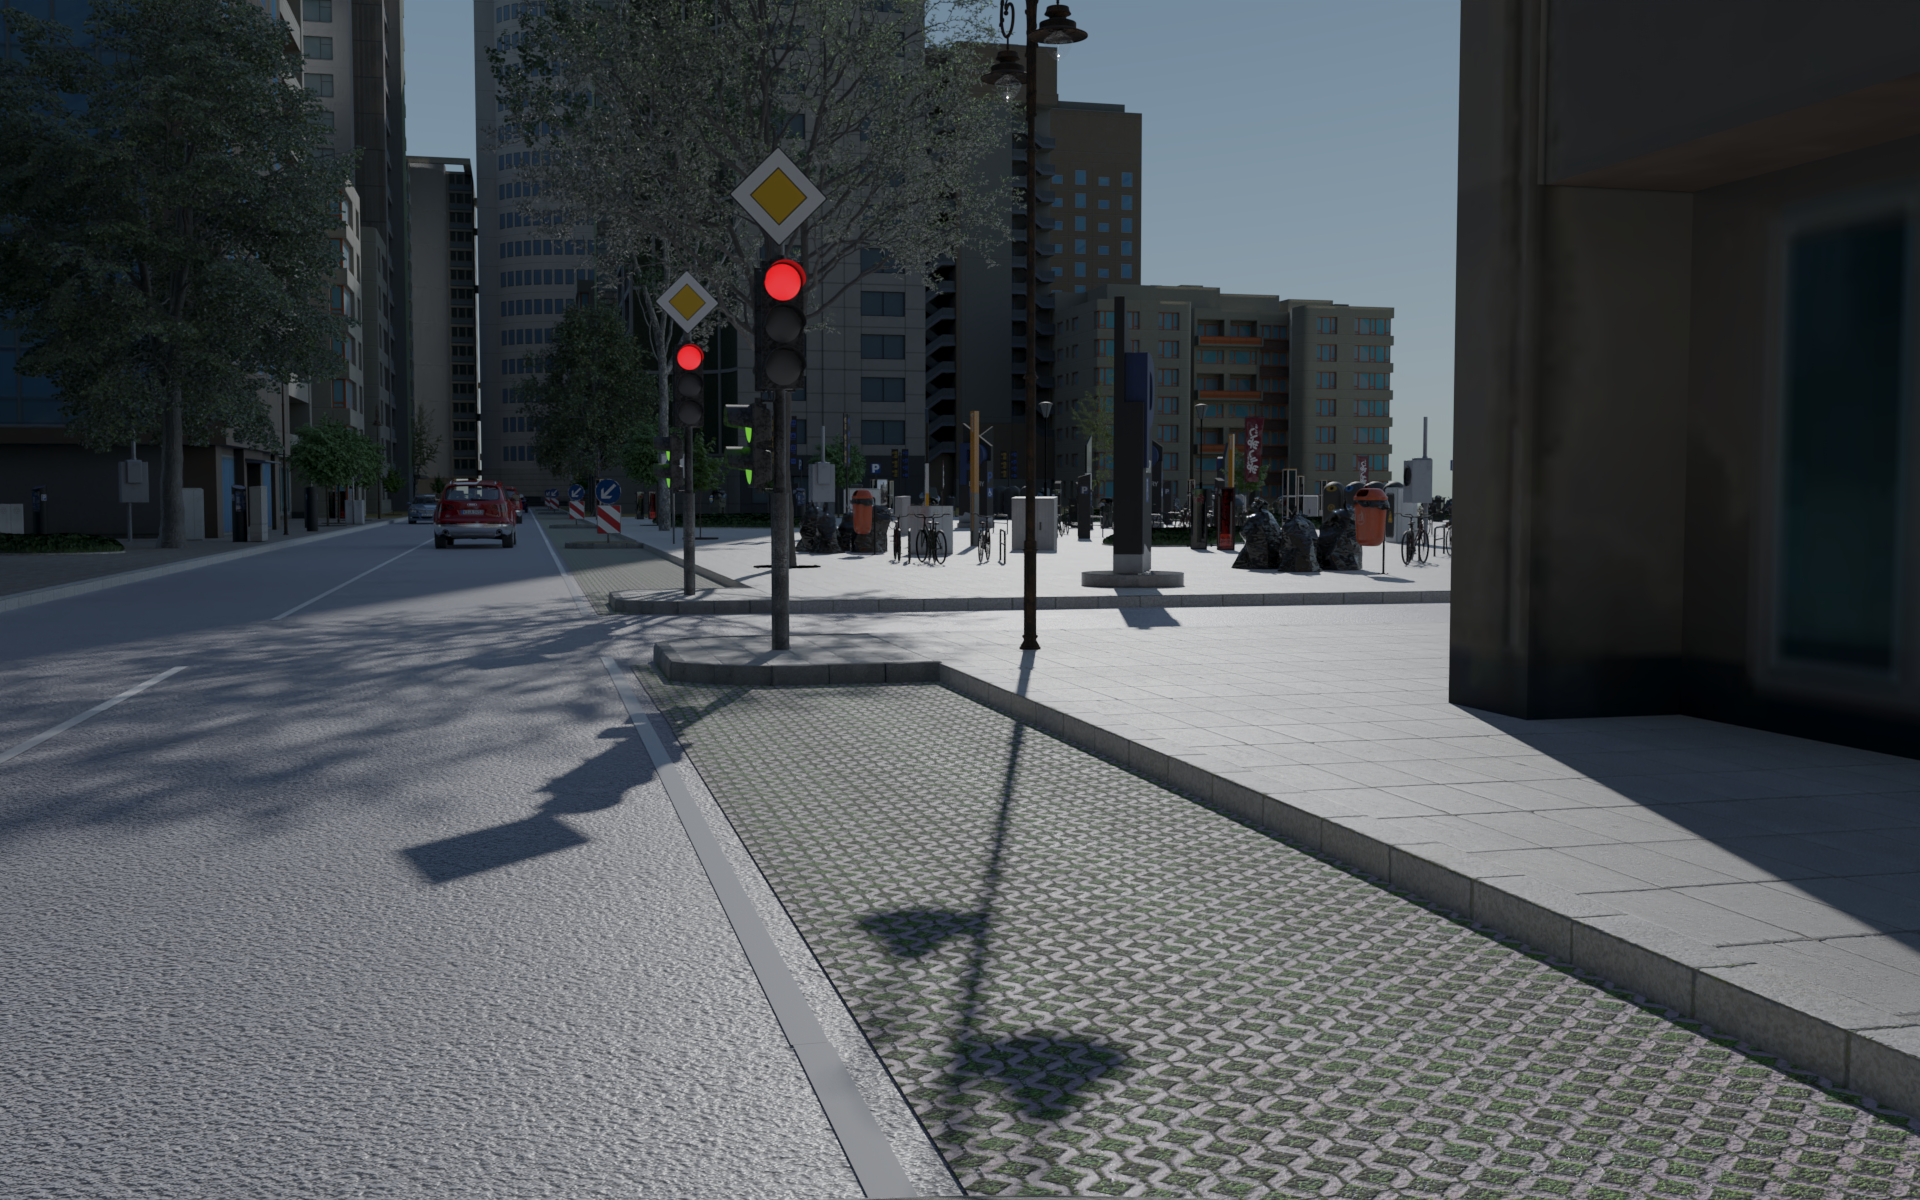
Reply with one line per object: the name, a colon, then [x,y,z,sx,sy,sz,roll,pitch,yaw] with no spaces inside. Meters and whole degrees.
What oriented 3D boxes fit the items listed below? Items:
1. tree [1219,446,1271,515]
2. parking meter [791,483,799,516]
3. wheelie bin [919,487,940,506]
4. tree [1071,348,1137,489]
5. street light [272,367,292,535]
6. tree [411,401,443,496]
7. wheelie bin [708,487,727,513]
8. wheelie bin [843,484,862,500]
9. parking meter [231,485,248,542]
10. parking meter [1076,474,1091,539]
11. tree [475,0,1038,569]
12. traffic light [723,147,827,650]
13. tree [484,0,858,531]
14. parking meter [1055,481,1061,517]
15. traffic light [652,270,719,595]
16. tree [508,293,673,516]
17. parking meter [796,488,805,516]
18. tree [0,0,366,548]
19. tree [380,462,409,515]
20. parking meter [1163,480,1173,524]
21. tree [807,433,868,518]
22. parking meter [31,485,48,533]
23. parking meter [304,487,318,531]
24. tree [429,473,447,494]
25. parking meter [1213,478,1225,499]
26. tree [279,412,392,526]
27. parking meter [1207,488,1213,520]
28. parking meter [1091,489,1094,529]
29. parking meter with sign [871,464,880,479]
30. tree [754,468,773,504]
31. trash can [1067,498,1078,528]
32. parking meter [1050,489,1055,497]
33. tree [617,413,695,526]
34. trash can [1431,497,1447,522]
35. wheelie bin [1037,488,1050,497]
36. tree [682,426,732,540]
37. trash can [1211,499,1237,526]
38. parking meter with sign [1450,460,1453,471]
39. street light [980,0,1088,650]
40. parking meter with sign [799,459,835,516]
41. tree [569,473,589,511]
tree: [10.123,-4.031,60.503,1.663,3.219,1.824,0,3,0]
parking meter: [-8.457,-5.080,88.775,0.399,1.863,0.255,0,4,6]
wheelie bin: [-1.459,-4.505,81.559,0.980,1.594,0.693,-1,4,-20]
tree: [7.938,-8.386,87.474,4.737,8.622,4.395,0,3,0]
street light: [-21.157,-4.978,54.185,0.468,5.910,1.993,-1,4,-14]
tree: [-43.471,-11.499,138.364,4.737,8.622,4.395,0,3,0]
wheelie bin: [-11.398,-4.509,81.623,0.693,1.594,0.980,2,4,25]
wheelie bin: [-3.404,-3.002,56.993,0.693,1.594,0.980,-2,4,-35]
parking meter: [-19.272,-2.319,46.321,0.372,1.533,0.369,0,3,0]
parking meter: [3.544,-2.692,49.729,0.399,1.863,0.255,0,4,-2]
tree: [-3.116,-7.306,29.828,12.009,13.543,11.850,0,3,0]
traffic light: [-1.500,-1.545,14.186,0.839,4.253,0.868,-1,4,-14]
tree: [-8.843,-12.468,59.742,12.611,20.169,13.585,0,3,0]
parking meter: [4.400,-4.408,77.777,0.255,1.863,0.399,1,4,10]
traffic light: [-3.460,-2.019,21.928,0.839,4.253,0.868,-1,4,-14]
tree: [-20.956,-11.164,99.534,9.611,12.733,9.660,0,3,0]
parking meter: [-6.424,-3.759,69.876,0.372,1.533,0.369,0,3,0]
tree: [-18.756,-8.208,40.850,9.857,13.997,8.962,0,3,0]
tree: [-34.424,-6.741,104.815,1.663,3.219,1.824,0,3,0]
parking meter: [8.784,-4.124,73.131,0.399,1.863,0.255,2,4,32]
tree: [-6.525,-6.665,92.686,4.285,4.588,4.351,0,3,0]
parking meter: [-25.084,-2.374,47.222,0.372,1.533,0.369,0,3,0]
parking meter: [-24.523,-3.479,65.287,0.372,1.533,0.369,0,3,0]
tree: [-46.890,-9.841,155.496,1.663,3.219,1.824,0,3,0]
parking meter: [9.433,-3.500,62.935,0.255,1.863,0.399,-1,4,-16]
tree: [-25.328,-5.226,69.154,4.285,4.588,4.351,0,3,0]
parking meter: [13.739,-5.353,95.934,0.372,1.533,0.369,0,3,0]
parking meter: [4.684,-3.352,63.212,0.372,1.533,0.369,0,3,0]
parking meter with sign: [-4.678,-6.240,98.277,0.543,3.016,1.738,-1,4,-10]
tree: [-9.264,-5.403,82.936,1.663,3.219,1.824,0,3,0]
trash can: [4.408,-3.296,65.539,0.748,1.137,0.748,0,3,0]
parking meter: [4.804,-4.944,89.241,0.372,1.533,0.369,0,3,0]
tree: [-12.250,-5.286,70.134,4.285,4.588,4.351,0,3,0]
trash can: [22.058,-4.174,79.897,0.748,1.137,0.748,0,3,0]
wheelie bin: [4.446,-5.068,90.769,0.693,1.594,0.980,3,4,39]
tree: [-7.305,-3.318,48.850,1.663,3.219,1.824,0,3,0]
trash can: [7.710,-2.382,50.604,0.748,1.137,0.748,0,3,0]
parking meter with sign: [25.636,-5.675,89.043,0.543,3.016,1.738,2,4,27]
street light: [0.580,-2.531,14.163,0.468,5.910,1.993,-1,4,-14]
parking meter with sign: [-7.163,-5.533,86.727,1.738,3.016,0.543,-1,4,-22]
tree: [-28.730,-8.316,130.570,1.663,3.219,1.824,0,3,0]
